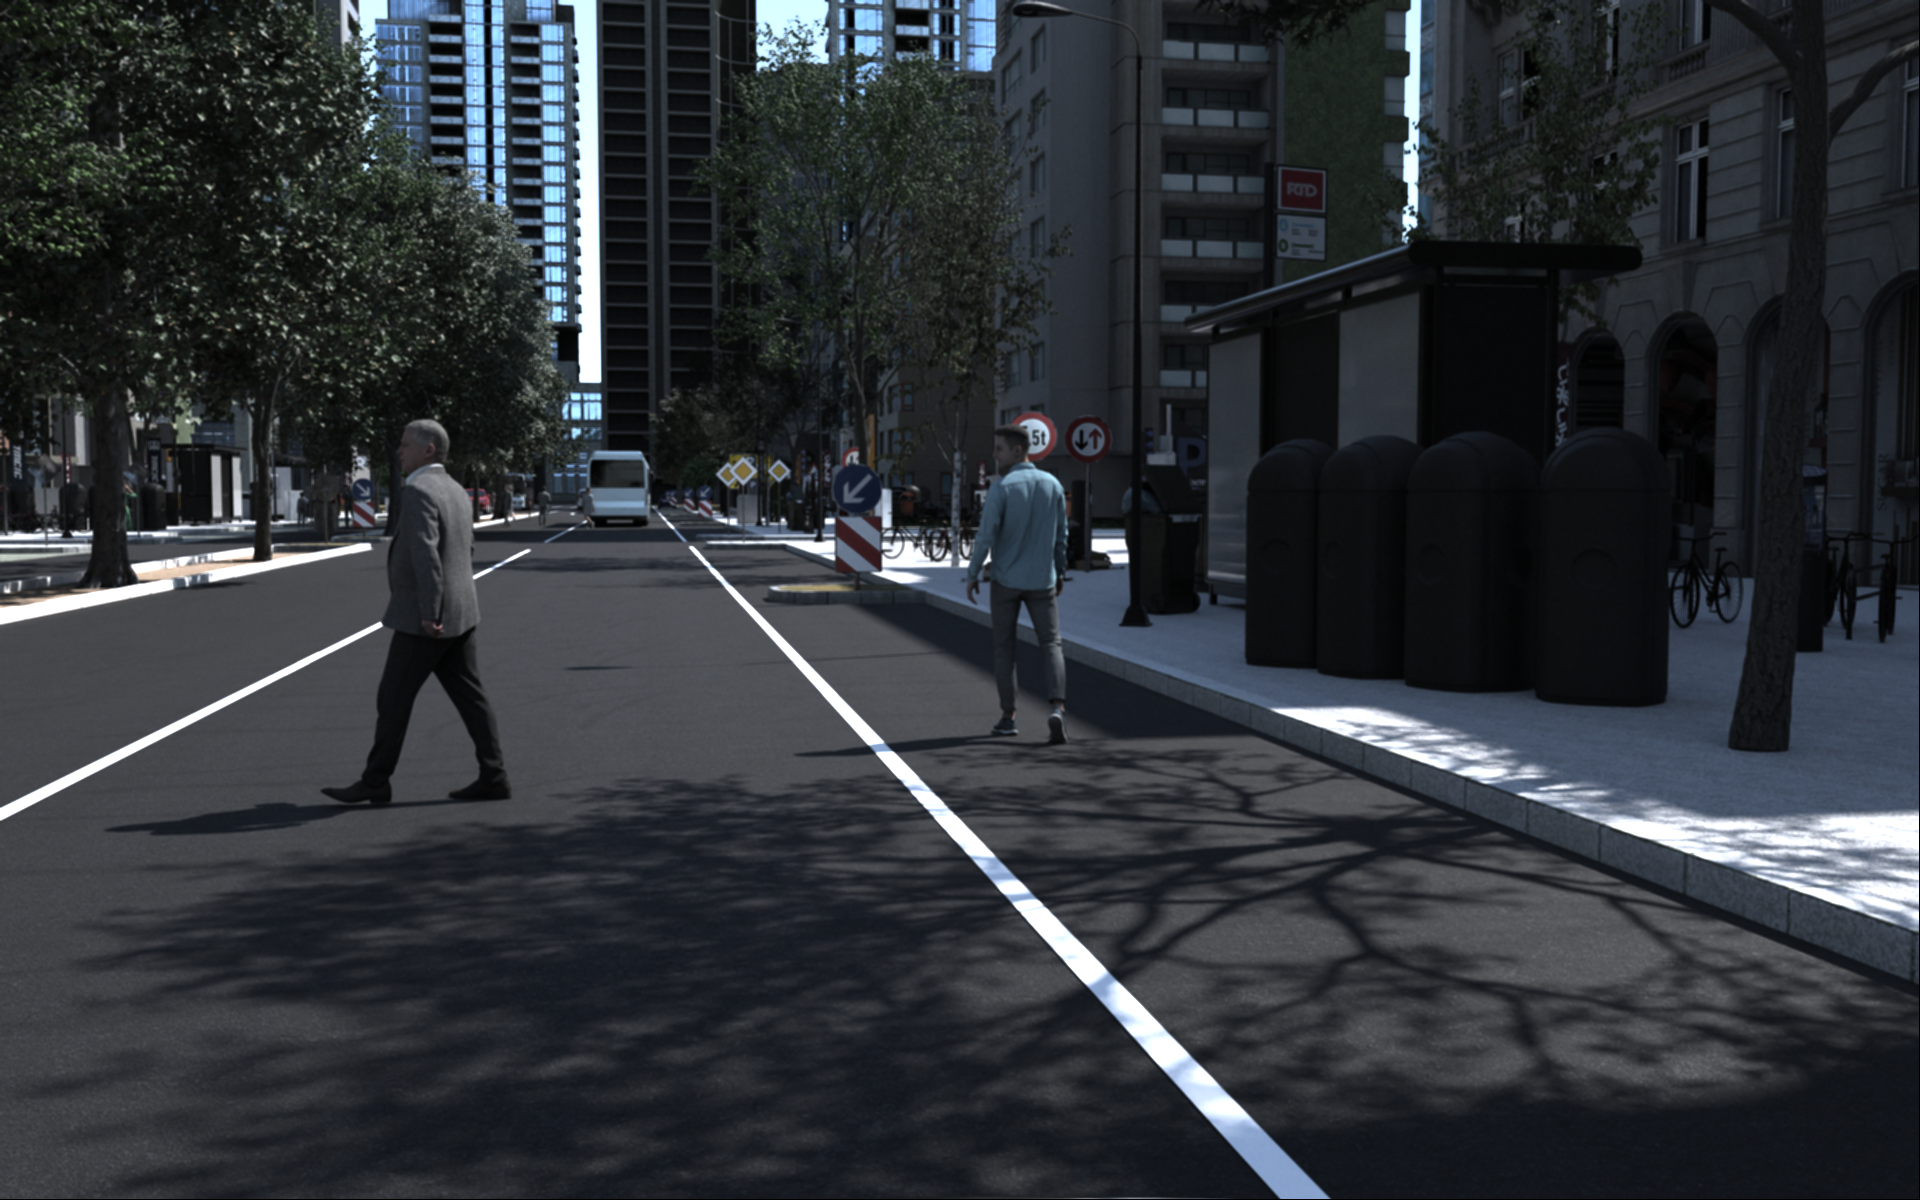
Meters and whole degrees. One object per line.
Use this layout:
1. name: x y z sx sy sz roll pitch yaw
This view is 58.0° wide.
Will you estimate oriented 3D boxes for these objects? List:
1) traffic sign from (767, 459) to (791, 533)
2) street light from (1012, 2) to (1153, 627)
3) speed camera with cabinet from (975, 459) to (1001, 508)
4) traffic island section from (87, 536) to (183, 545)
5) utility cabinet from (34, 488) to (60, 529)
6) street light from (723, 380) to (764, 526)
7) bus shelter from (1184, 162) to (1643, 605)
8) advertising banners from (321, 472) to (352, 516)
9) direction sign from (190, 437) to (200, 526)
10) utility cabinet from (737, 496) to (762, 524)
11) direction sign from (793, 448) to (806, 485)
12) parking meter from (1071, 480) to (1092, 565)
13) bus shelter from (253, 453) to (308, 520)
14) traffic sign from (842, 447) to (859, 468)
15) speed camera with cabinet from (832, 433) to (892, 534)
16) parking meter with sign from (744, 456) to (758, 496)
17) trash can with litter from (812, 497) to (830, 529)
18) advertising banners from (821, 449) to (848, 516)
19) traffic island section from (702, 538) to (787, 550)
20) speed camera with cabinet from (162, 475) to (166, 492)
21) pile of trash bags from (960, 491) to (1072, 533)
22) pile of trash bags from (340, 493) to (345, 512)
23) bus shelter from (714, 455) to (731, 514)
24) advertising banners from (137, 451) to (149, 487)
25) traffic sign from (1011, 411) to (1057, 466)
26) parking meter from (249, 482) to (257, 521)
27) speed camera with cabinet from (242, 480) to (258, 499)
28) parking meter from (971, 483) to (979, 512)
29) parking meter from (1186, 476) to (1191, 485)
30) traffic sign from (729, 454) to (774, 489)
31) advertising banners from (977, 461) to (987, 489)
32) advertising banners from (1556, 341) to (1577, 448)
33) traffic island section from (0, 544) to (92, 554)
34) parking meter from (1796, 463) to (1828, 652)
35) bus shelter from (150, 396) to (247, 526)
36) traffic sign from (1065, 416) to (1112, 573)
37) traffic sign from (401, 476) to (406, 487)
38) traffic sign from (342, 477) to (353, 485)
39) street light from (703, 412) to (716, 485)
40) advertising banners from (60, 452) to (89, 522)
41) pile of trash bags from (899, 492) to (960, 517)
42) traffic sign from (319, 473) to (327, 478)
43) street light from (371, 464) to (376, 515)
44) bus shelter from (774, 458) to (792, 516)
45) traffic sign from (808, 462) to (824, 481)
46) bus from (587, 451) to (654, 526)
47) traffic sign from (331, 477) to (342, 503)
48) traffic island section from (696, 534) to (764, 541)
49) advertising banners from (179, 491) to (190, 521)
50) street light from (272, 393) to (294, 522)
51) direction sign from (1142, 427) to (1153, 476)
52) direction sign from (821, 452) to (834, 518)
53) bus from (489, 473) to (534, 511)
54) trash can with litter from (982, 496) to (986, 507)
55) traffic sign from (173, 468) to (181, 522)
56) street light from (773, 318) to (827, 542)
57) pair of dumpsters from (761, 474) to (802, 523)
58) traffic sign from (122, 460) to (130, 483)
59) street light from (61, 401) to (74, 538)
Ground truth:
1. traffic sign: -5.943 -3.410 56.939 0.795 2.450 0.064 0 4 -6
2. street light: 1.181 -2.696 16.620 1.470 5.913 1.316 -1 4 -10
3. speed camera with cabinet: 1.367 -5.560 85.235 0.660 3.252 2.038 -1 4 -22
4. traffic island section: -24.009 -1.732 50.598 2.009 0.180 2.903 -1 4 -10
5. utility cabinet: -33.184 -3.316 62.896 1.173 1.500 0.318 -1 4 -21
6. street light: -8.601 -5.920 69.335 1.470 5.913 1.316 -1 4 -10
7. bus shelter: 3.944 -2.513 18.720 2.179 5.291 8.768 -1 4 -10
8. advertising banners: -36.559 -6.429 101.297 2.074 3.025 0.090 -1 4 -9
9. direction sign: -30.424 -4.694 68.748 0.379 3.537 0.876 -1 4 -21
10. utility cabinet: -8.999 -3.842 73.981 1.020 1.237 0.306 -2 4 -25
11. direction sign: -7.931 -5.708 85.318 0.379 3.537 0.876 3 5 41
12. parking meter: 2.217 -1.415 31.551 0.372 1.533 0.369 0 3 0
13. bus shelter: -34.256 -5.759 88.081 2.014 3.302 5.546 -1 4 -10
14. traffic sign: -2.833 -2.876 47.133 0.768 2.556 0.104 0 4 -3
15. speed camera with cabinet: -3.183 -3.779 56.117 2.038 3.252 0.660 2 4 34
16. parking meter with sign: -9.478 -5.055 78.912 0.543 3.016 1.738 -1 4 -12
17. trash can with litter: -5.296 -3.177 63.330 0.624 1.170 1.055 3 4 37
18. advertising banners: -4.574 -4.397 68.074 2.074 3.025 0.090 -3 4 -36
19. traffic island section: -5.702 -1.441 45.833 2.009 0.180 2.903 -1 4 -10
20. speed camera with cabinet: -38.878 -5.405 82.703 0.660 3.252 2.038 3 4 39
21. pile of trash bags: 2.025 -2.844 56.251 3.447 1.369 1.912 -1 4 -17
22. pile of trash bags: -44.703 -6.880 122.242 1.912 1.369 3.447 3 4 37
23. bus shelter: -14.420 -7.176 108.617 1.731 3.624 6.357 -1 4 -10
24. advertising banners: -34.217 -4.570 70.900 2.074 3.025 0.090 -1 4 -18
25. traffic sign: 1.113 -1.633 26.803 0.768 2.556 0.104 0 4 -1
26. parking meter: -33.736 -4.711 82.731 0.399 1.863 0.255 3 5 45
27. speed camera with cabinet: -44.771 -7.080 110.092 2.038 3.252 0.660 1 4 20
28. parking meter: 0.795 -5.413 94.217 0.399 1.863 0.255 -2 4 -33
29. parking meter: 7.228 -3.061 55.759 0.255 1.863 0.399 -1 4 -22
30. traffic sign: -10.527 -5.724 87.453 2.265 3.308 0.079 0 4 -5
31. advertising banners: 1.901 -5.788 90.819 2.074 3.025 0.090 0 4 -1
32. advertising banners: 6.350 -1.425 19.480 2.074 3.025 0.090 -3 5 -40
33. traffic island section: -22.562 -1.252 42.745 2.009 0.180 2.903 -1 4 -10
34. parking meter: 6.872 -0.352 14.168 0.372 1.533 0.369 0 3 0
35. bus shelter: -32.307 -5.854 73.343 2.179 5.291 8.768 -1 4 -10
36. traffic sign: 2.084 -1.723 28.272 0.768 2.556 0.104 0 4 -5
37. traffic sign: -39.462 -7.468 122.203 0.768 2.556 0.104 -1 4 -8
38. traffic sign: -42.002 -7.254 118.710 0.768 2.556 0.104 0 4 -2
39. street light: -13.812 -7.670 97.947 1.470 5.913 1.316 -1 4 -10
40. advertising banners: -37.361 -4.736 73.622 0.090 3.025 2.074 1 4 19
41. pile of trash bags: -1.157 -3.664 69.654 3.447 1.369 1.912 3 5 44
42. traffic sign: -37.931 -6.312 103.314 0.768 2.556 0.104 0 4 -2
43. street light: -35.895 -8.243 107.309 1.470 5.913 1.316 -1 4 -10
44. bus shelter: -10.542 -6.447 99.324 2.014 3.302 5.546 -1 4 -10
45. traffic sign: -5.934 -4.317 70.589 0.884 2.594 0.081 -1 4 -9
46. bus: -15.770 -5.247 80.644 2.948 3.499 13.247 -1 4 -10
47. traffic sign: -36.420 -6.059 101.188 0.606 2.300 0.079 0 4 -8
48. traffic island section: -7.149 -1.921 53.687 2.009 0.180 2.903 -1 4 -10
49. advertising banners: -35.972 -5.257 82.136 2.074 3.025 0.090 -1 4 -17
50. street light: -30.606 -6.494 78.711 1.470 5.913 1.316 -1 4 -10
51. direction sign: 6.212 -4.089 58.854 0.876 3.537 0.379 -2 4 -34
52. direction sign: -7.282 -6.250 94.189 0.876 3.537 0.379 -1 4 -21
53. bus: -38.276 -9.391 148.395 2.948 3.499 13.247 -1 4 -10
54. trash can with litter: 1.594 -4.370 82.832 1.055 1.170 0.624 2 4 30
55. traffic sign: -34.577 -4.614 76.627 0.795 2.450 0.064 0 4 -1
56. street light: -4.275 -4.491 45.969 1.470 5.913 1.316 -1 4 -10
57. pair of dumpsters: -8.092 -4.664 78.751 1.574 2.255 4.437 -1 4 -10
58. traffic sign: -31.873 -4.053 66.266 0.884 2.594 0.081 -1 4 -10
59. street light: -25.344 -4.744 50.108 1.470 5.913 1.316 -1 4 -10
